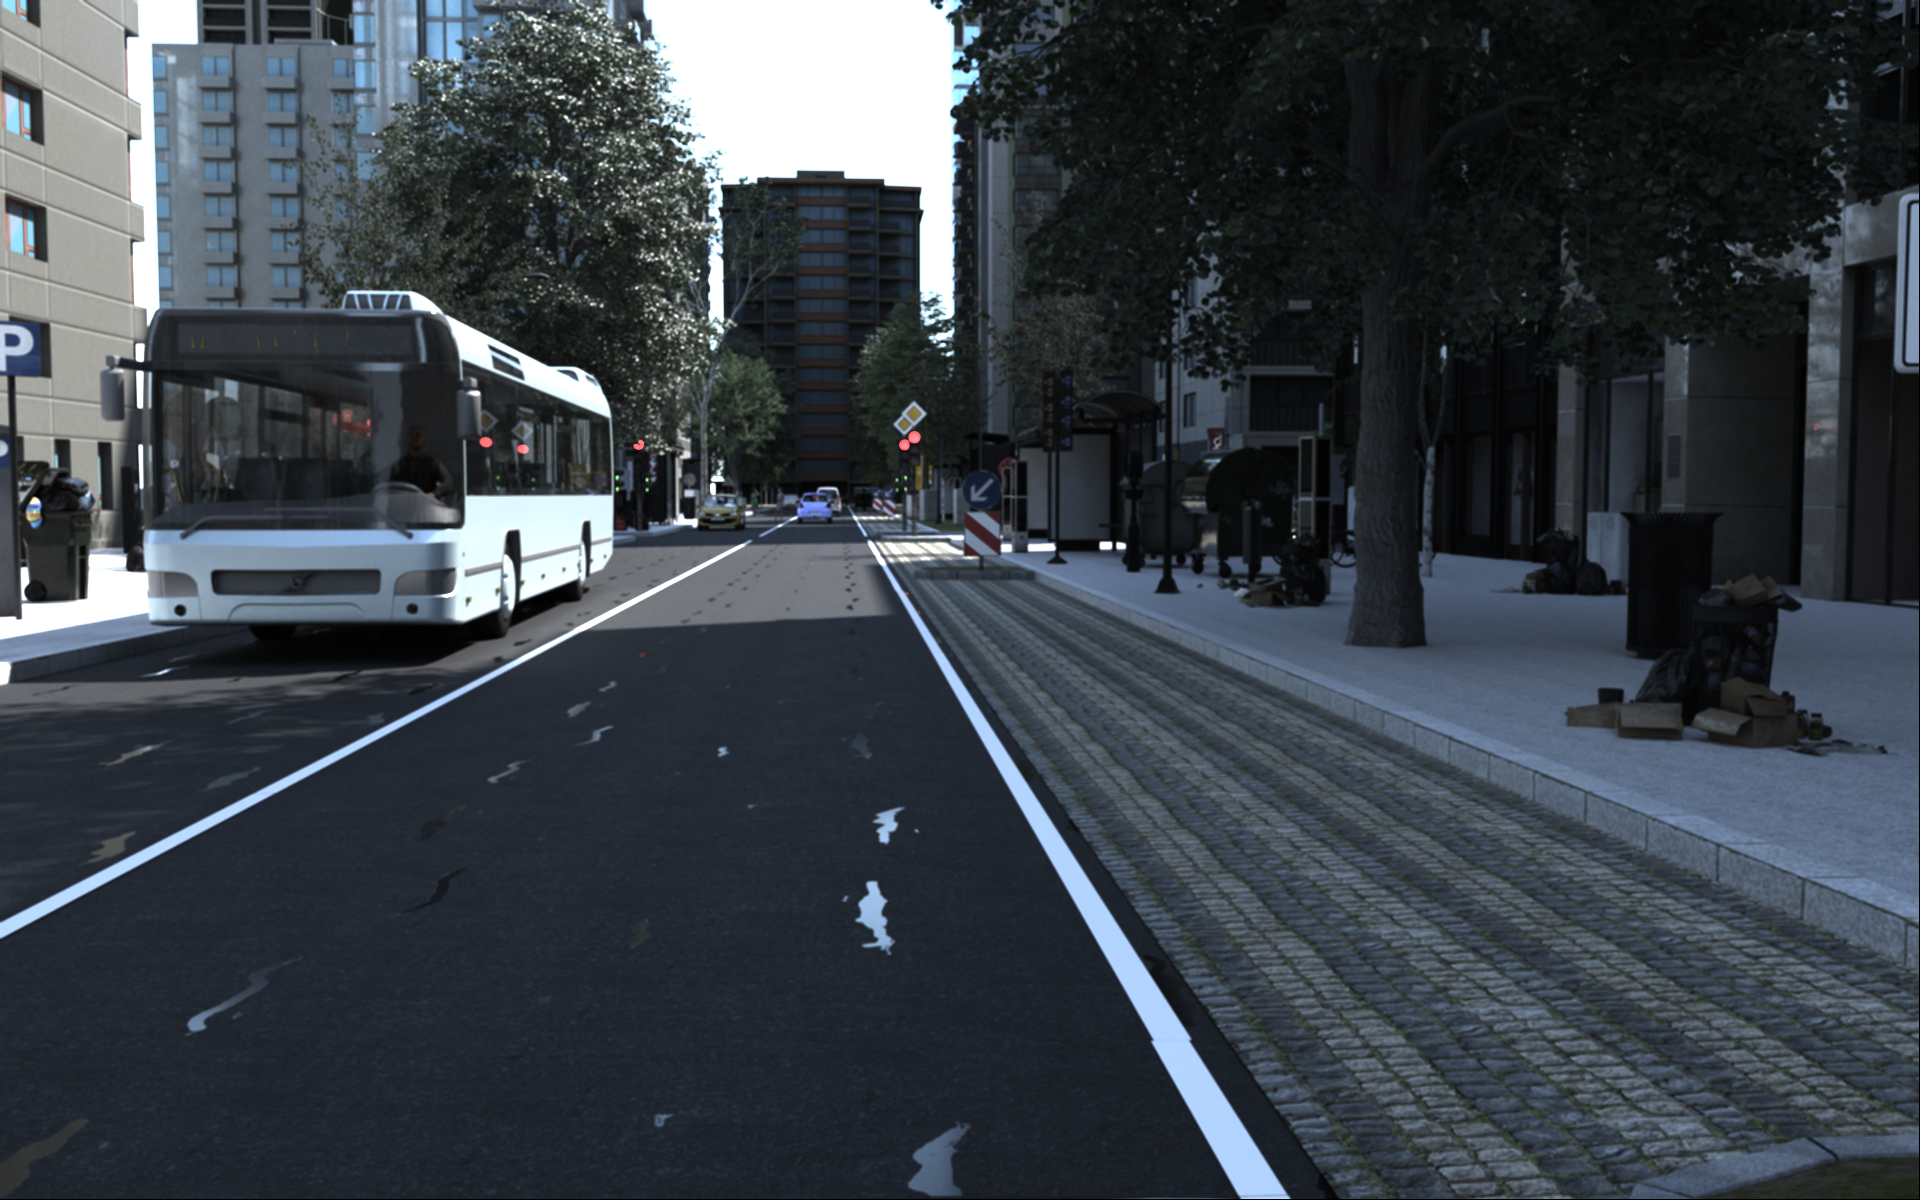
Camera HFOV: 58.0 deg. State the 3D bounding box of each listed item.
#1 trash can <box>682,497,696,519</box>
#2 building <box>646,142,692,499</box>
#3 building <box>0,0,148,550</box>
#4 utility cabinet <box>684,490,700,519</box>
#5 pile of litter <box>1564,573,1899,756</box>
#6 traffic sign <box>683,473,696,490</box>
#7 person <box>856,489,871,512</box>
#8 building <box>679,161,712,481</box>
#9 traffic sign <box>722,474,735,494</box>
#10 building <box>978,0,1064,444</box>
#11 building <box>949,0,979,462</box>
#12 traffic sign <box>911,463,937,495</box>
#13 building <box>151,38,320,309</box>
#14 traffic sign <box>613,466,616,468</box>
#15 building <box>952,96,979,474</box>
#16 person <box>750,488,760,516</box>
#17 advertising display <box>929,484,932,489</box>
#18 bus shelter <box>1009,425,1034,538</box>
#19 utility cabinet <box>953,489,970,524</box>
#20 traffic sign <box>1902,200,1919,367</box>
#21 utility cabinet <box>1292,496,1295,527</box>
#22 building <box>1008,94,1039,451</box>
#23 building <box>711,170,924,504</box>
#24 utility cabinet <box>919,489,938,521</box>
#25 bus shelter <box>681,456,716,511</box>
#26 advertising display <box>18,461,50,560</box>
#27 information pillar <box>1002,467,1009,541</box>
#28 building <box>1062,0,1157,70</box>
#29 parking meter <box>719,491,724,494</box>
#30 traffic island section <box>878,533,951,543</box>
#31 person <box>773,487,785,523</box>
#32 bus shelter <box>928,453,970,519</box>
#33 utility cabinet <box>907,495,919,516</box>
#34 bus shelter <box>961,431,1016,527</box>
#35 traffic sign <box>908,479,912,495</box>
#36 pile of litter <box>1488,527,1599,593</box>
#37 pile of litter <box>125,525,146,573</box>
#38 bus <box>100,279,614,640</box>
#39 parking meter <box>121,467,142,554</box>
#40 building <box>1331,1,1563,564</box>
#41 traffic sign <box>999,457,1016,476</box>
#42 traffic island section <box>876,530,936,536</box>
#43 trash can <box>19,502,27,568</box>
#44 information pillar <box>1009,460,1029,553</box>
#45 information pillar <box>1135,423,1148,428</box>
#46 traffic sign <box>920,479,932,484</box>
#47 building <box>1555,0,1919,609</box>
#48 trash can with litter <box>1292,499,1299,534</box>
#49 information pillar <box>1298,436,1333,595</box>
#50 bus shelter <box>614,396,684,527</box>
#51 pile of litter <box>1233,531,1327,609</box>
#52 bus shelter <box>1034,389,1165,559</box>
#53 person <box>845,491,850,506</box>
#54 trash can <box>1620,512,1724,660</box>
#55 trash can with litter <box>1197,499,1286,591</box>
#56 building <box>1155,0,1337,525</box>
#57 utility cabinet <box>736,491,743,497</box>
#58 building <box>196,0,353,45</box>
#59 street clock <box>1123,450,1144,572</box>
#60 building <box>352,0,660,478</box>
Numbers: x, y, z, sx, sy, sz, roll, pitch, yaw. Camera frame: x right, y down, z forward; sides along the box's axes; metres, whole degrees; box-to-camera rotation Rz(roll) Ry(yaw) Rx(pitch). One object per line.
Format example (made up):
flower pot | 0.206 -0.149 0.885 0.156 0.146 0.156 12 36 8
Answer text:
trash can | -13.679 -4.642 87.551 0.748 1.137 0.748 0 3 0
building | -40.980 -30.113 184.221 23.993 40.220 32.217 0 4 -4
building | -33.675 -11.192 28.027 28.899 21.520 27.650 0 4 -4
utility cabinet | -13.717 -4.893 88.676 0.318 1.500 1.173 -2 4 -34
pile of litter | 4.003 0.291 9.200 1.176 0.858 1.719 -1 4 -17
traffic sign | -16.549 -6.479 106.039 0.768 2.556 0.104 0 4 -3
person | -7.694 -7.994 138.832 1.348 1.869 0.705 -3 4 -37
building | -40.819 -35.551 231.363 14.200 45.320 14.600 0 4 -4
traffic sign | -15.097 -6.906 112.922 0.884 2.594 0.081 0 4 -2
building | 12.223 -37.841 160.702 21.231 58.520 28.212 0 4 -4
building | 10.389 -56.548 237.230 31.000 86.520 22.319 0 4 -4
traffic sign | -2.293 -7.119 110.272 2.265 3.308 0.079 0 4 3
building | -68.836 -34.616 185.583 30.456 49.044 23.786 0 4 -4
traffic sign | -13.478 -4.038 66.132 0.768 2.556 0.104 0 4 0
building | 10.586 -32.724 189.664 22.147 44.769 28.867 0 4 -4
person | -13.175 -6.257 111.045 0.600 1.795 0.529 0 4 5
advertising display | -1.510 -6.268 107.697 0.974 1.923 0.123 -3 5 -43
bus shelter | 2.603 -3.293 47.758 2.014 3.302 5.546 0 4 -4
utility cabinet | 0.299 -3.921 72.791 1.173 1.500 0.318 -2 4 -31
traffic sign | 3.511 -0.235 5.974 0.606 2.300 0.079 0 4 5
utility cabinet | 12.776 -3.498 68.352 0.306 1.237 1.020 -2 4 -25
building | 10.367 -21.861 129.136 14.160 30.474 14.107 0 4 -4
building | -19.608 -35.608 236.816 28.867 44.769 22.147 0 4 -4
utility cabinet | -1.469 -4.473 81.815 0.318 1.500 1.173 2 4 32
bus shelter | -16.600 -7.281 110.333 1.731 3.624 6.357 0 4 -4
advertising display | -18.255 -1.754 33.891 0.974 1.923 0.123 1 4 11
information pillar | 1.351 -2.612 47.203 0.304 2.012 0.304 2 4 28
building | 12.535 -20.046 99.446 14.160 30.474 14.107 0 4 -4
parking meter | -17.141 -7.113 124.700 0.372 1.533 0.369 0 3 0
traffic island section | -1.360 -1.835 52.281 2.009 0.180 2.903 0 4 -4
person | -9.065 -4.764 86.730 0.599 1.781 0.374 3 4 37
bus shelter | -0.500 -5.705 87.198 2.014 3.302 5.546 0 4 -4
utility cabinet | -2.740 -5.489 100.902 0.306 1.237 1.020 -2 4 -35
bus shelter | 1.102 -4.668 67.597 1.731 3.624 6.357 0 4 -4
traffic sign | -3.180 -6.570 107.529 0.768 2.556 0.104 0 4 3
pile of litter | 7.819 -0.520 22.475 1.176 0.858 1.719 -3 5 -45
pile of litter | -13.240 -0.922 29.034 1.176 0.858 1.719 1 4 22
bus | -6.003 -1.534 19.946 2.948 3.499 13.247 0 4 -5
parking meter | -17.893 -1.939 37.417 0.255 1.863 0.399 0 4 0
building | 16.381 -12.690 37.156 12.332 23.373 15.834 0 4 -4
traffic sign | 1.722 -3.667 60.060 0.768 2.556 0.104 0 4 4
traffic island section | -1.908 -2.322 60.247 2.009 0.180 2.903 0 4 -4
trash can | -16.537 -1.143 30.348 0.748 1.137 0.748 0 3 0
information pillar | 1.314 -2.048 37.979 0.304 2.012 0.304 -1 4 -14
information pillar | 5.022 -3.466 48.017 0.183 3.616 0.504 -2 4 -33
traffic sign | -2.138 -6.646 109.852 0.795 2.450 0.064 0 4 2
building | 20.606 -12.670 11.667 19.350 26.468 34.151 0 4 -4
trash can with litter | 8.760 -1.944 43.169 1.055 1.170 0.624 -2 4 -31
information pillar | 4.533 -1.078 22.121 0.304 2.012 0.304 -2 4 -29
bus shelter | -12.916 -5.764 71.865 2.179 5.291 8.768 0 4 -4
pile of litter | 3.738 -0.384 20.247 1.176 0.858 1.719 2 4 34
bus shelter | 2.923 -2.594 36.330 2.014 3.302 5.546 0 4 -4
person | -13.650 -12.306 209.800 0.705 1.812 1.348 1 4 22
trash can | 5.527 -0.113 13.495 0.748 1.137 0.748 0 3 0
trash can with litter | 4.098 -0.777 23.769 1.678 1.210 2.233 0 4 7
building | 20.960 -39.171 78.705 20.611 71.187 20.563 0 4 -4
utility cabinet | -16.878 -7.535 131.880 0.318 1.500 1.173 1 4 10
building | -87.274 -48.443 230.287 20.611 71.187 20.563 0 4 -4
street clock | 2.857 -1.464 28.504 0.358 2.002 0.471 0 4 -6
building | -37.773 -32.291 147.563 23.786 49.044 30.456 0 4 -4
